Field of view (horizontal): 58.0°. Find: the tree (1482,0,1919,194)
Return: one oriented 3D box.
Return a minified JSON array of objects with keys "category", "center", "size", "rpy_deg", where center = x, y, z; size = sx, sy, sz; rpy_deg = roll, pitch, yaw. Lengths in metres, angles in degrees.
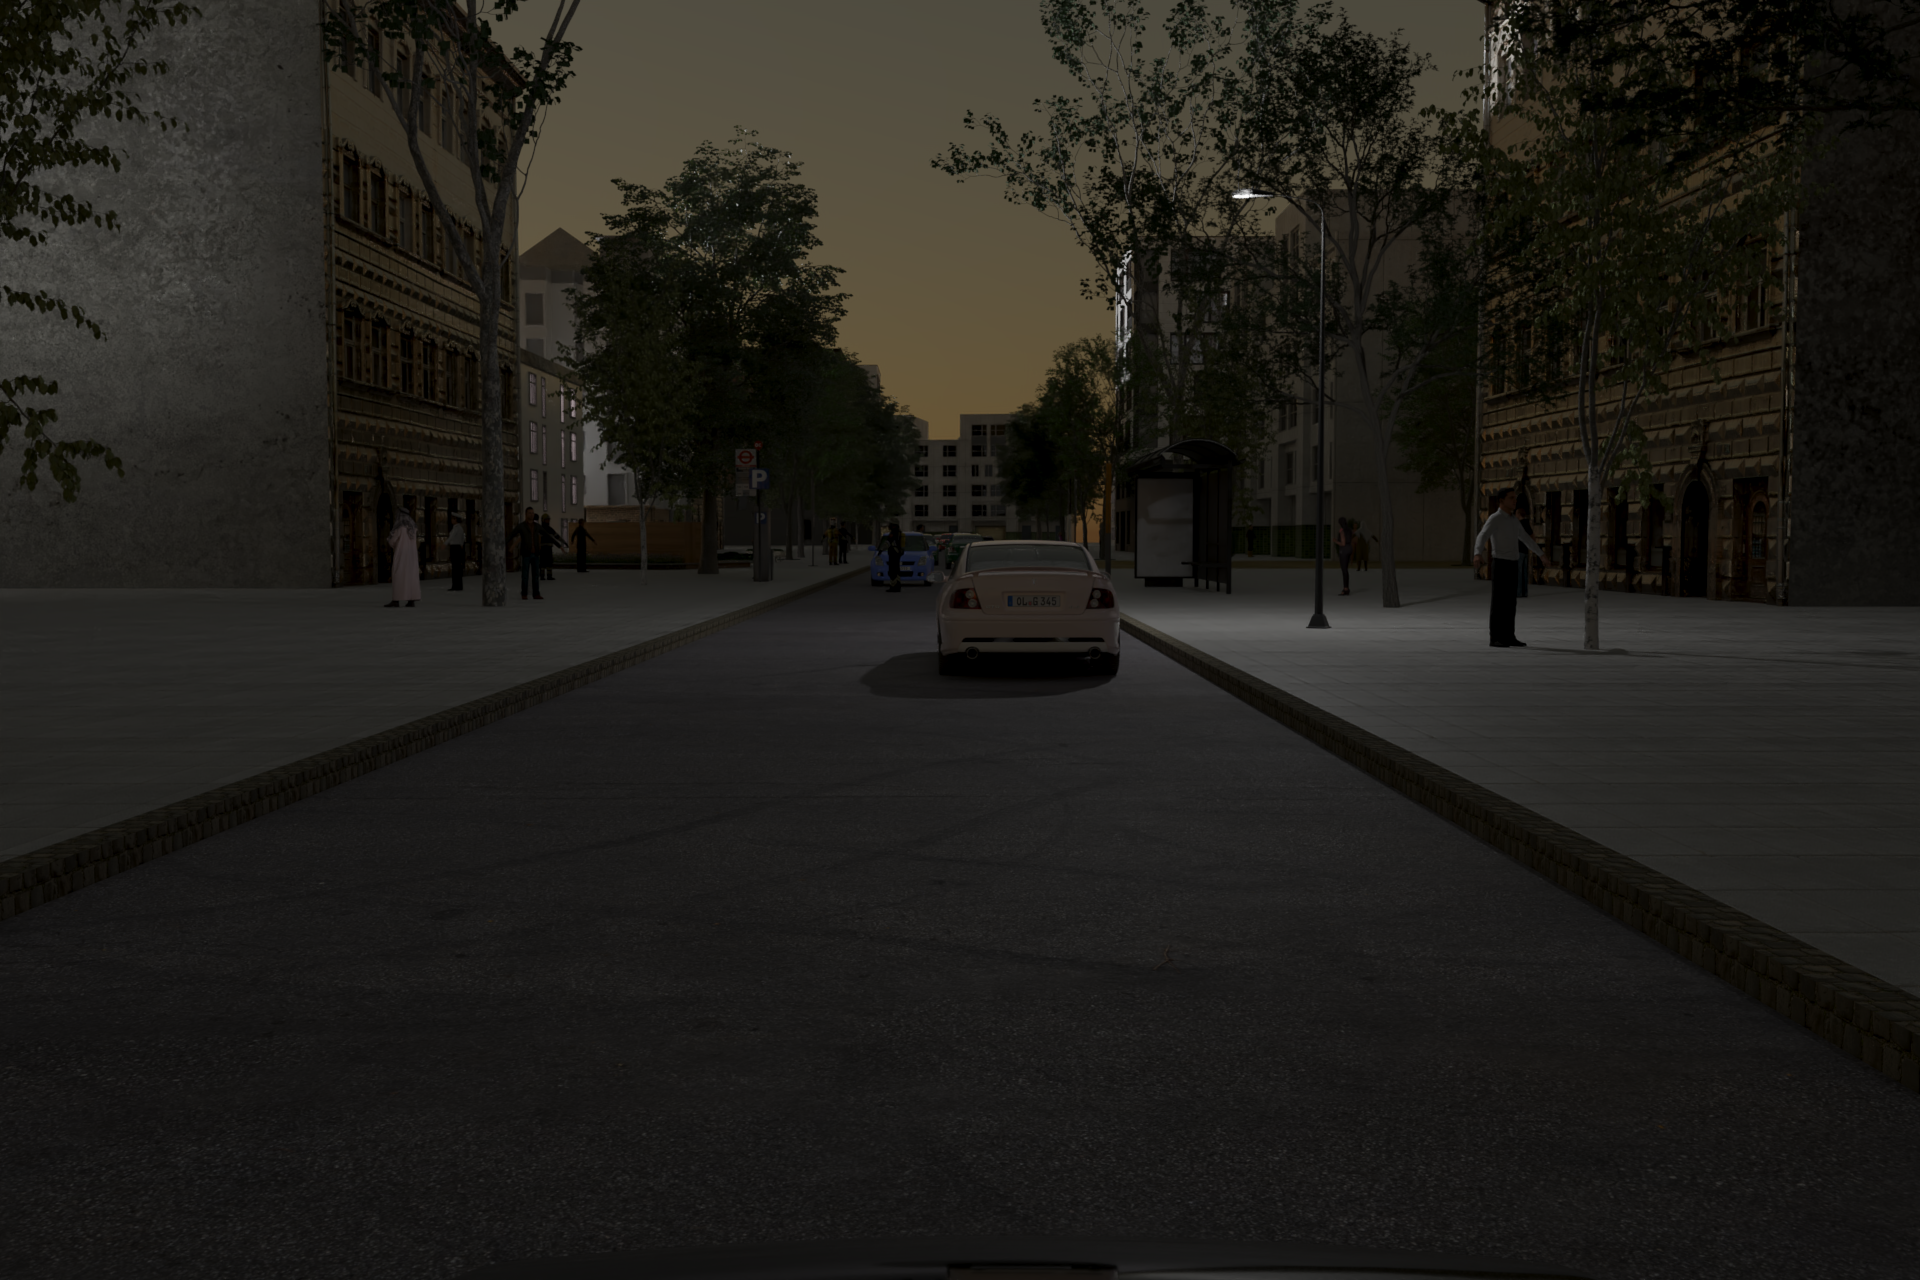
[{"category":"tree","center":[6.572,-4.613,9.829],"size":[7.601,10.594,8.767],"rpy_deg":[1,4,23]}]

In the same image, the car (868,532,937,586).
[{"category":"car","center":[-1.591,-2.381,48.524],"size":[1.945,1.707,3.694],"rpy_deg":[0,4,0]}]

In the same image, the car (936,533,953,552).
[{"category":"car","center":[-0.836,-8.034,140.389],"size":[2.155,1.783,4.494],"rpy_deg":[0,3,0]}]

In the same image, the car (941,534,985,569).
[{"category":"car","center":[0.290,-3.671,71.824],"size":[2.131,1.459,4.920],"rpy_deg":[0,4,-1]}]

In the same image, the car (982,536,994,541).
[{"category":"car","center":[1.103,-4.815,91.300],"size":[1.945,1.354,3.894],"rpy_deg":[0,4,-1]}]

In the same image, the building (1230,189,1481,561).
[{"category":"building","center":[26.025,-14.133,97.526],"size":[16.747,18.905,31.486],"rpy_deg":[0,4,0]}]

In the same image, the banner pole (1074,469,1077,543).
[{"category":"banner pole","center":[4.436,-4.671,66.387],"size":[0.401,3.779,0.863],"rpy_deg":[0,4,-1]}]

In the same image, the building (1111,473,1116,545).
[{"category":"building","center":[23.294,-15.909,202.260],"size":[9.099,9.664,28.070],"rpy_deg":[0,4,0]}]

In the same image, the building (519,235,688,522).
[{"category":"building","center":[-24.517,-15.574,111.052],"size":[16.016,20.090,11.380],"rpy_deg":[0,3,0]}]

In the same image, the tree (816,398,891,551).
[{"category":"tree","center":[-8.985,-13.114,132.544],"size":[7.486,12.596,7.792],"rpy_deg":[0,3,0]}]

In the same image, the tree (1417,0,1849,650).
[{"category":"tree","center":[7.251,-4.194,18.940],"size":[4.737,8.622,4.395],"rpy_deg":[0,3,0]}]

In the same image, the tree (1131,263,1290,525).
[{"category":"tree","center":[6.909,-5.853,46.065],"size":[4.737,8.622,4.395],"rpy_deg":[0,3,0]}]

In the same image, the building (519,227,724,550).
[{"category":"building","center":[-28.718,-18.515,133.640],"size":[19.493,23.208,18.063],"rpy_deg":[0,4,-1]}]

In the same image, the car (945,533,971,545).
[{"category":"car","center":[0.108,-5.303,96.296],"size":[1.945,1.707,3.694],"rpy_deg":[0,3,0]}]

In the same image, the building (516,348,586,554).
[{"category":"building","center":[-24.371,-9.157,91.860],"size":[9.099,9.664,28.070],"rpy_deg":[0,4,0]}]

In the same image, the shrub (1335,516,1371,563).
[{"category":"shrub","center":[17.661,-4.516,77.877],"size":[1.661,2.075,1.752],"rpy_deg":[0,3,0]}]

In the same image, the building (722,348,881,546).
[{"category":"building","center":[-23.866,-22.179,206.608],"size":[27.936,21.610,32.646],"rpy_deg":[0,4,-1]}]

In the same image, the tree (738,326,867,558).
[{"category":"tree","center":[-9.050,-10.735,93.636],"size":[7.486,12.596,7.792],"rpy_deg":[0,3,0]}]

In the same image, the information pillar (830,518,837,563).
[{"category":"information pillar","center":[-5.698,-4.497,78.010],"size":[0.304,2.012,0.304],"rpy_deg":[0,4,0]}]

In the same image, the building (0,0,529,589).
[{"category":"building","center":[-24.044,-13.343,49.082],"size":[19.493,23.208,18.063],"rpy_deg":[0,4,0]}]

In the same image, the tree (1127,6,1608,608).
[{"category":"tree","center":[7.453,-5.865,30.301],"size":[8.767,10.594,7.601],"rpy_deg":[-1,4,-19]}]

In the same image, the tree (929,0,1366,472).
[{"category":"tree","center":[5.759,-12.243,56.069],"size":[12.611,20.169,13.585],"rpy_deg":[0,3,0]}]

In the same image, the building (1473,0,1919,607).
[{"category":"building","center":[23.737,-12.722,38.941],"size":[19.493,23.208,18.063],"rpy_deg":[0,4,0]}]

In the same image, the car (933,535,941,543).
[{"category":"car","center":[-1.717,-8.835,156.814],"size":[2.083,1.381,4.827],"rpy_deg":[0,4,0]}]

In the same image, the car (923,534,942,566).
[{"category":"car","center":[-1.886,-4.183,80.196],"size":[2.131,1.459,4.920],"rpy_deg":[0,4,0]}]

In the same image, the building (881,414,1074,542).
[{"category":"building","center":[1.165,-24.015,261.565],"size":[31.486,18.905,16.747],"rpy_deg":[0,4,8]}]

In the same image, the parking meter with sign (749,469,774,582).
[{"category":"parking meter with sign","center":[-5.342,-3.099,46.935],"size":[0.543,3.016,1.738],"rpy_deg":[0,4,0]}]

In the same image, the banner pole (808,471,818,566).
[{"category":"banner pole","center":[-5.873,-4.853,69.356],"size":[0.401,3.779,0.863],"rpy_deg":[0,4,1]}]

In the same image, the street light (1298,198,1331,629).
[{"category":"street light","center":[5.428,-3.111,23.407],"size":[1.470,5.913,1.316],"rpy_deg":[0,4,0]}]

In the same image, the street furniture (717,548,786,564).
[{"category":"street furniture","center":[-12.750,-3.816,78.013],"size":[10.072,0.657,5.734],"rpy_deg":[1,4,22]}]

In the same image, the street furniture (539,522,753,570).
[{"category":"street furniture","center":[-13.180,-3.598,65.682],"size":[9.812,1.723,11.010],"rpy_deg":[1,4,23]}]

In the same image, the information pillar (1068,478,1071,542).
[{"category":"information pillar","center":[4.600,-4.974,72.674],"size":[0.183,3.616,0.504],"rpy_deg":[0,4,-1]}]

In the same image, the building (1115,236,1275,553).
[{"category":"building","center":[25.832,-17.821,135.354],"size":[27.936,21.610,32.646],"rpy_deg":[0,4,0]}]

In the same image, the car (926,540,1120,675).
[{"category":"car","center":[0.671,-0.405,18.980],"size":[2.083,1.381,4.827],"rpy_deg":[0,4,-1]}]

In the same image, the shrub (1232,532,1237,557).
[{"category":"shrub","center":[11.806,-4.547,78.761],"size":[1.690,2.028,1.600],"rpy_deg":[0,3,0]}]

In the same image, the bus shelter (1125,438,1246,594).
[{"category":"bus shelter","center":[5.012,-2.776,39.315],"size":[2.014,3.302,5.546],"rpy_deg":[0,4,0]}]

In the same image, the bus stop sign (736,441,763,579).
[{"category":"bus stop sign","center":[-5.984,-3.725,49.599],"size":[0.855,3.939,0.416],"rpy_deg":[0,4,-1]}]

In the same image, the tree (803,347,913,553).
[{"category":"tree","center":[-7.809,-12.883,117.291],"size":[9.857,13.997,8.962],"rpy_deg":[0,3,0]}]
